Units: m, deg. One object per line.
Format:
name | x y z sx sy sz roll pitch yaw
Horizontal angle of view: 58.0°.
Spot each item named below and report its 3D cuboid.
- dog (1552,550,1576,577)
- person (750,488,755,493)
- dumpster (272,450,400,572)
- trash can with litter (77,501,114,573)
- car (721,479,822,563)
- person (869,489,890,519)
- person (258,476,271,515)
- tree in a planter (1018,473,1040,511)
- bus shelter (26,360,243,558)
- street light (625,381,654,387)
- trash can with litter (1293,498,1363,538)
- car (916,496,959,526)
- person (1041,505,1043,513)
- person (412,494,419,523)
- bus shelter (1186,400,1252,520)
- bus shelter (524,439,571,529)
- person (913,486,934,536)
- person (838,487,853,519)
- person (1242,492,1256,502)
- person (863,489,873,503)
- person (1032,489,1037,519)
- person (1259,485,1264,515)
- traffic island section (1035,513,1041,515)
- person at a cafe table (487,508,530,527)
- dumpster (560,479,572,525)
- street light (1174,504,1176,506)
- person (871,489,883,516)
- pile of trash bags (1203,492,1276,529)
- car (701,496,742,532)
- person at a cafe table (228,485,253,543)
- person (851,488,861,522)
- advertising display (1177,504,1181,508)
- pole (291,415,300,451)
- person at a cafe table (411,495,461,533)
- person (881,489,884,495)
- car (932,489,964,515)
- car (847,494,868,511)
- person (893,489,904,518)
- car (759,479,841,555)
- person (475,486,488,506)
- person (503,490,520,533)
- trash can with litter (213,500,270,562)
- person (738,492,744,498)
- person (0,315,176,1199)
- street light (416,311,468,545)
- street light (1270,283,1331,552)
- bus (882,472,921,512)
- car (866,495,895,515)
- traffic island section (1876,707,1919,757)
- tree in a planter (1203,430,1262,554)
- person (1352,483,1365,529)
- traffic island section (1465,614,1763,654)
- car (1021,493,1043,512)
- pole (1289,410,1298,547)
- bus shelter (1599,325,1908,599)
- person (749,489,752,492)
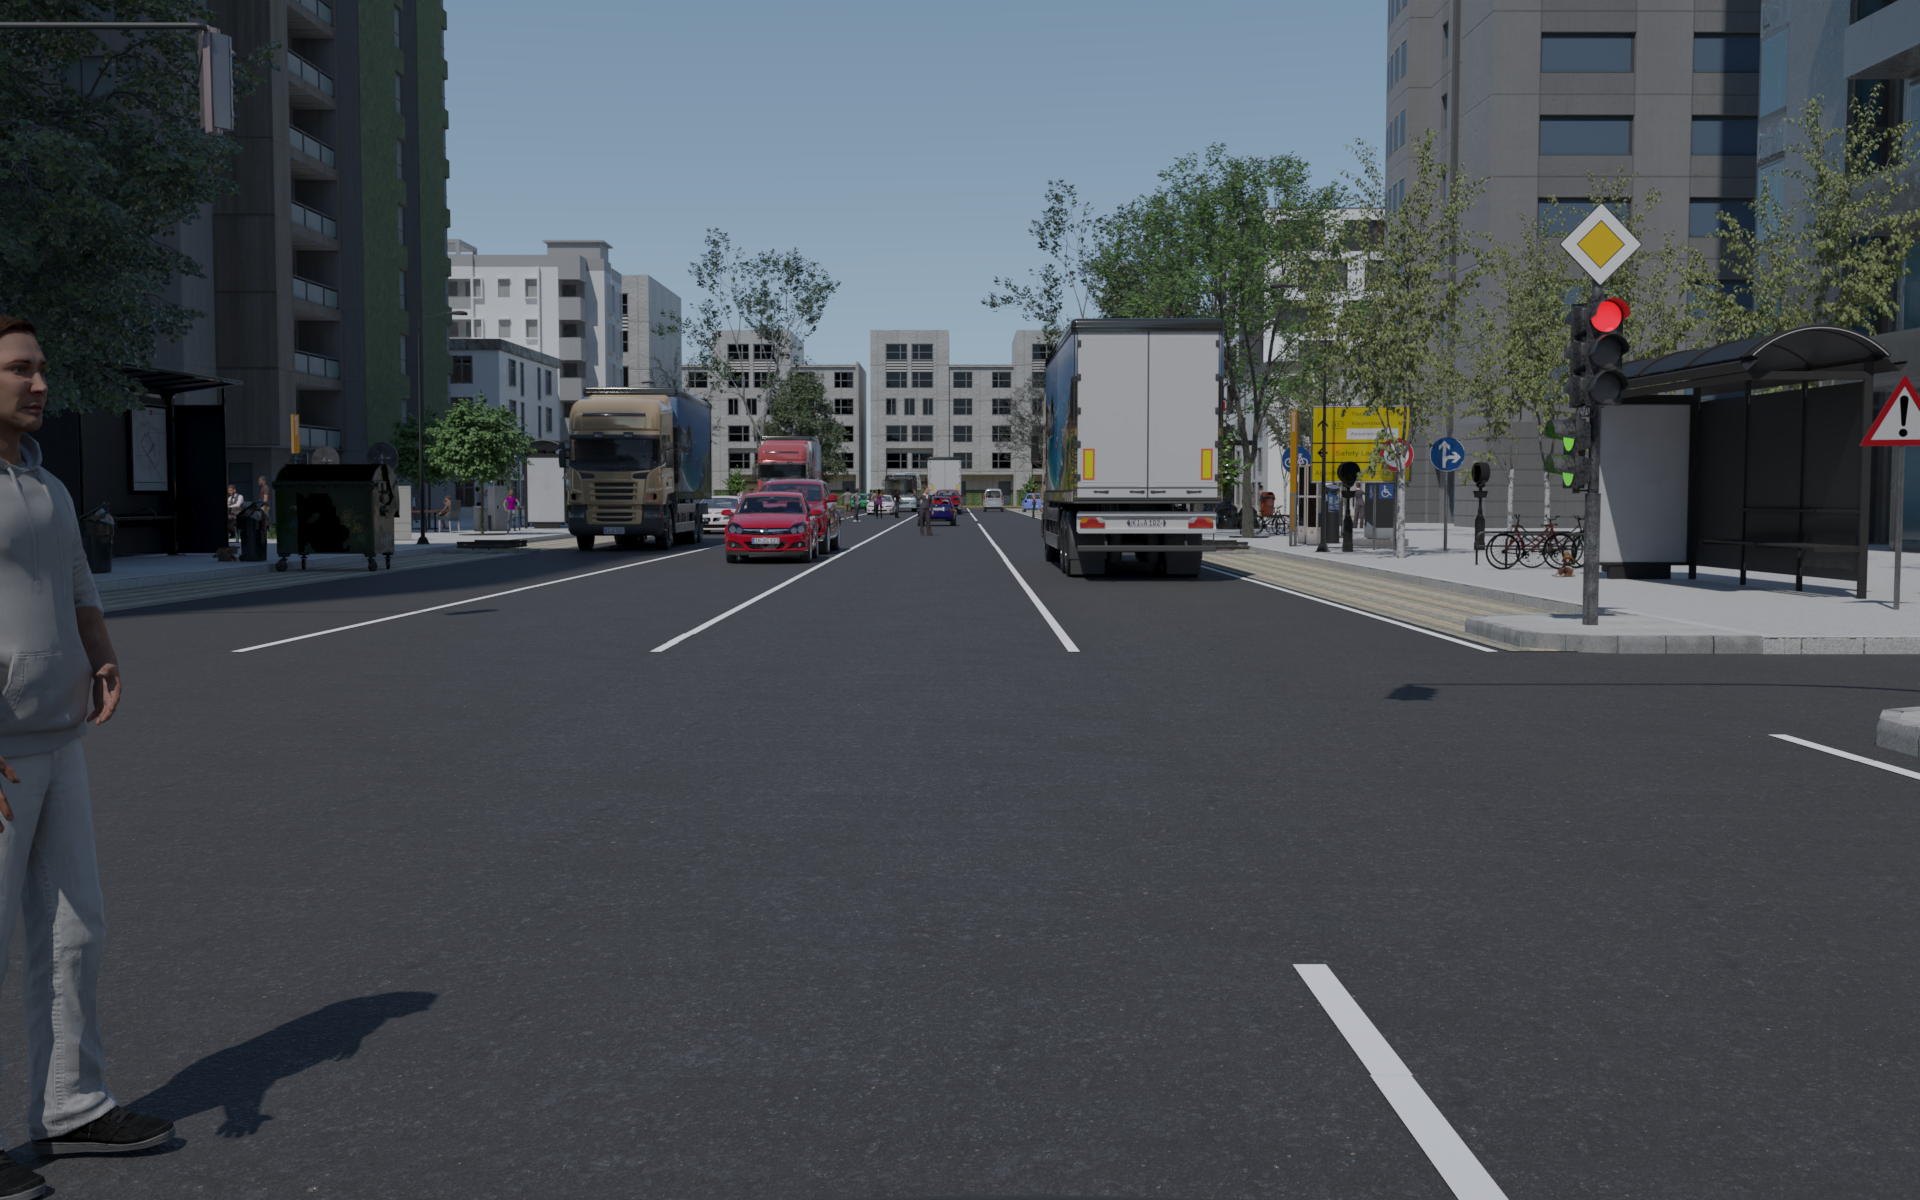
dog | 9.371 -0.567 27.001 0.748 0.427 0.550 -2 4 -28
person | -14.954 -7.283 125.920 0.742 1.727 0.445 -3 5 -43
dumpster | -11.587 -1.664 32.162 1.985 2.255 1.502 0 4 1
trash can with litter | -14.216 -1.012 27.937 1.055 1.170 0.624 -2 4 -25
car | -4.024 -1.733 37.371 2.155 1.783 4.494 0 4 -2
person | -4.704 -5.615 100.993 1.217 1.739 0.721 0 4 -1
person | -20.667 -2.763 51.351 0.434 1.807 0.598 -1 4 -14
tree in a planter | 5.934 -9.118 146.307 1.991 3.239 1.994 0 3 0
bus shelter | -15.801 -2.562 33.176 1.731 3.624 6.357 0 4 0
street light | -13.214 -6.027 71.085 1.470 5.913 1.316 0 3 0
trash can with litter | 10.806 -2.452 51.148 1.678 1.210 2.233 -3 5 -43
car | -1.034 -4.048 78.772 1.945 1.354 3.894 0 4 1
person | 3.346 -3.301 66.387 0.340 1.345 0.435 3 5 42
person | -24.449 -4.126 77.413 0.435 1.345 0.340 -2 4 -31
bus shelter | 10.299 -5.732 71.342 2.179 5.291 8.768 0 4 0
bus shelter | -15.355 -4.437 66.464 2.014 3.302 5.546 0 4 0
person | -1.253 -3.080 59.653 0.445 1.727 0.742 3 5 43
person | -6.412 -5.521 98.767 1.348 1.824 0.705 -1 4 -10
person | 15.888 -5.277 95.505 0.628 1.438 0.799 2 4 29
person | -7.057 -7.838 136.738 1.350 1.814 0.705 1 4 15
person | 4.408 -5.647 101.533 0.721 1.736 1.217 0 4 -1
person | 18.484 -6.116 106.039 0.705 1.824 1.348 1 4 12
traffic island section | 5.994 -5.908 119.459 1.991 0.108 1.994 0 3 0
person at a cafe table | -17.889 -3.681 68.701 1.698 1.524 1.622 1 4 11
dumpster | -17.022 -4.293 72.685 1.502 2.255 1.985 0 3 0
street light | 7.499 -5.650 64.922 1.470 5.913 1.316 0 3 0
person | -5.391 -6.285 111.962 0.721 1.736 1.217 2 4 33
pile of trash bags | 10.338 -3.319 64.023 3.447 1.369 1.912 -2 4 -35
car | -8.709 -3.123 63.422 2.083 1.381 4.827 0 4 1
person at a cafe table | -19.463 -2.274 45.697 1.698 1.524 1.622 2 4 29
person | -5.348 -4.921 89.676 0.376 1.734 0.841 2 4 25
advertising display | 11.689 -5.278 91.503 0.974 1.923 0.123 3 5 39
pole | -17.057 -3.099 44.512 0.158 3.312 0.155 0 3 0
person at a cafe table | -17.316 -2.850 57.466 1.726 1.238 1.698 2 4 31
person | -5.915 -7.621 133.131 0.705 1.821 1.348 1 4 11
car | -0.859 -6.923 121.861 2.281 1.827 5.304 0 4 2
car | -8.458 -8.271 144.024 1.959 1.807 4.718 0 4 0
person | -3.702 -5.774 103.729 0.721 1.723 1.217 -2 4 -30
car | -4.090 -2.079 42.661 2.281 1.827 5.304 0 4 1
person | -20.995 -4.196 76.099 0.566 1.644 0.517 -1 4 -9
person | -14.788 -2.933 57.232 0.726 1.435 0.776 -2 4 -26
trash can with litter | -13.674 -1.316 32.910 1.055 1.170 0.624 0 4 5
person | -15.214 -6.946 120.281 0.551 1.740 0.621 2 4 25
person | -1.944 0.309 3.596 0.789 1.805 0.875 1 4 9
street light | -13.151 -4.369 43.975 1.470 5.913 1.316 0 3 0
street light | 7.508 -4.019 38.250 1.470 5.913 1.316 0 3 0
bus | -4.631 -8.951 141.215 2.948 3.499 13.247 0 4 0
car | -5.419 -6.605 120.348 2.083 1.381 4.827 0 4 2
traffic island section | 6.223 0.811 9.013 2.009 0.180 2.903 0 3 0
tree in a planter | 6.149 -2.731 41.867 1.991 3.239 1.994 0 3 0
person | 14.963 -3.526 64.494 0.742 1.727 0.445 -1 4 -11
traffic island section | 6.206 0.323 16.998 2.009 0.180 2.903 0 3 0
car | 5.777 -7.761 136.483 1.945 1.707 3.694 0 4 0
pole | 8.138 -2.959 42.226 0.158 3.312 0.155 0 3 0
bus shelter | 10.314 -1.811 23.529 2.014 3.302 5.546 0 3 0
person | -16.571 -8.045 138.395 0.721 1.723 1.217 0 4 -6
